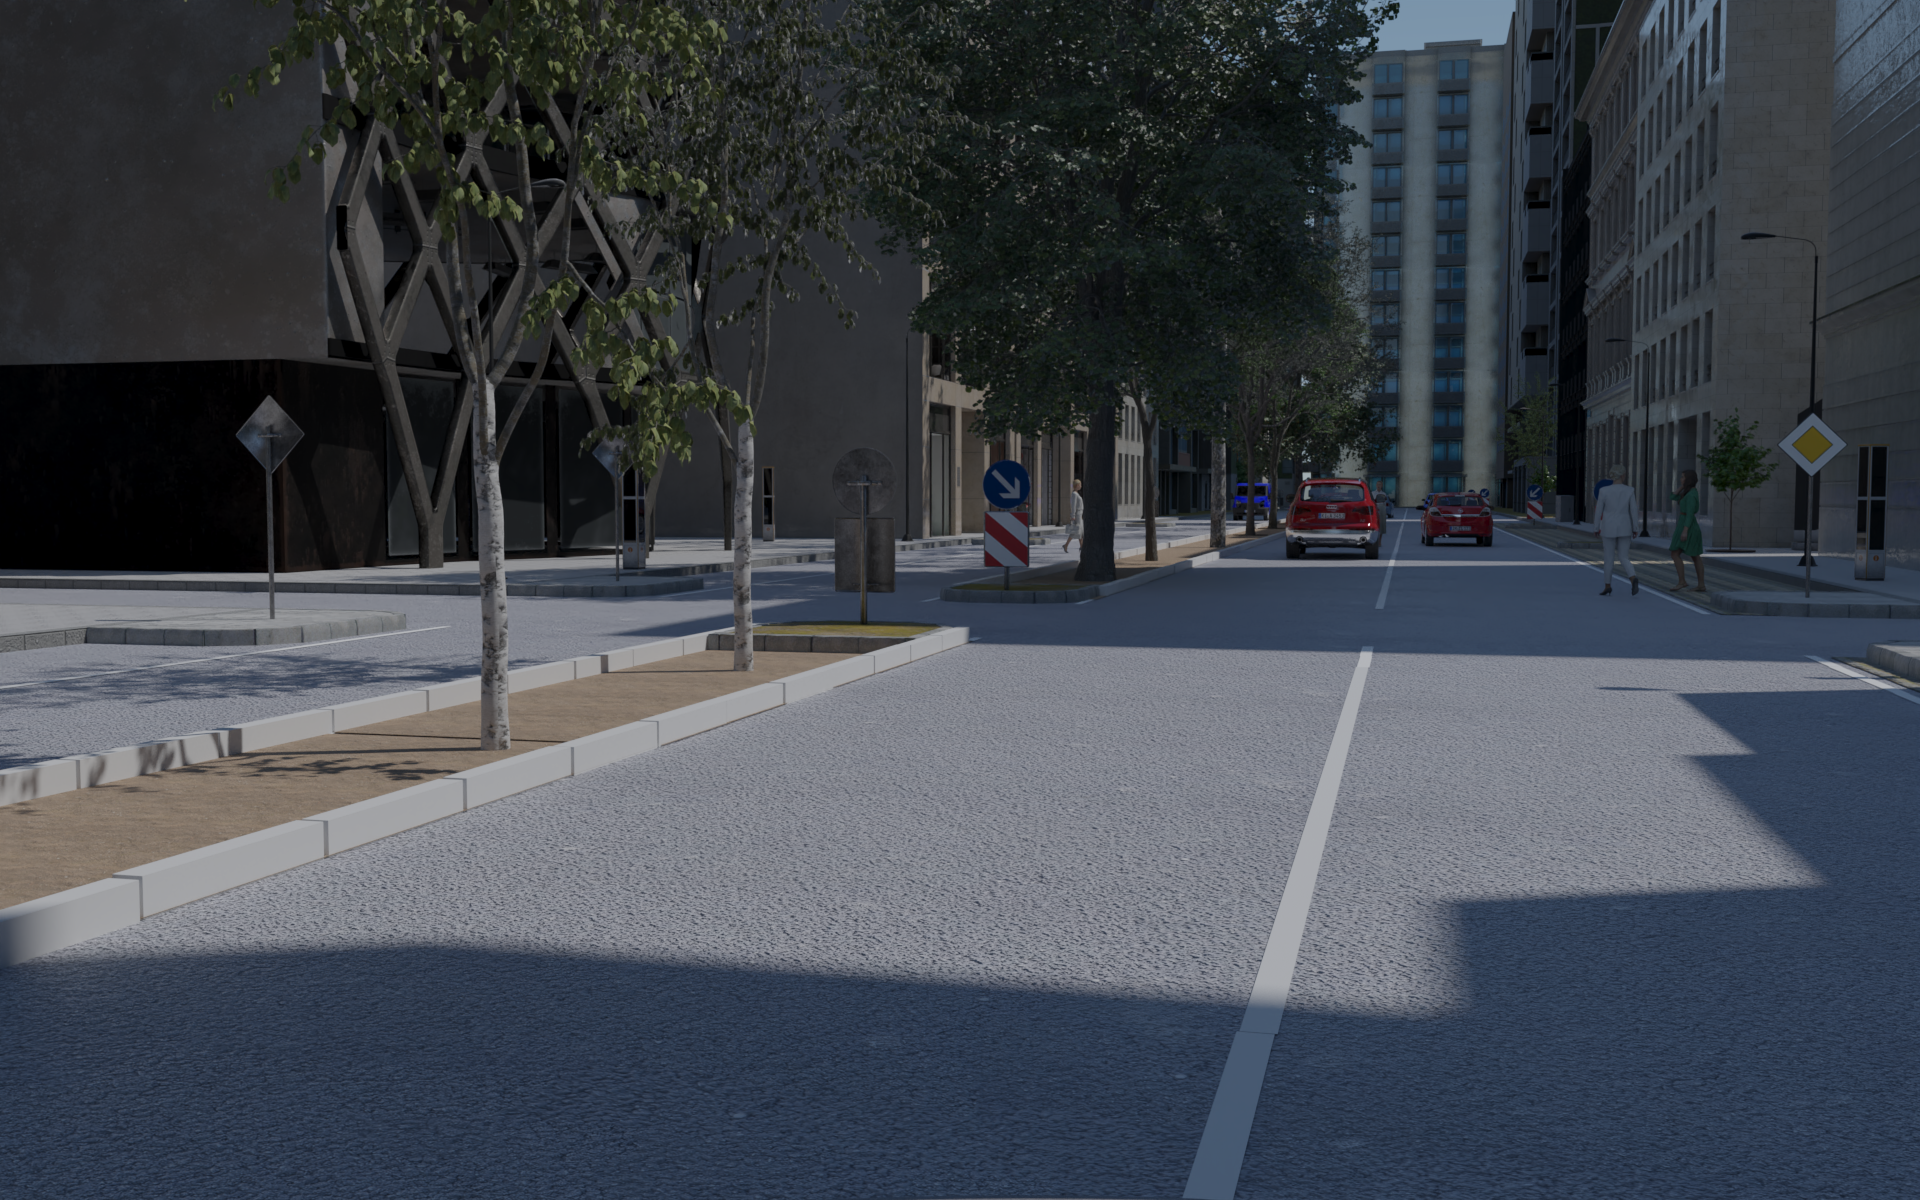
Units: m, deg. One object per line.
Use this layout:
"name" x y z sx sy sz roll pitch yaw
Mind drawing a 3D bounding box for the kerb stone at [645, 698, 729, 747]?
"kerb stone" -1.635 0.728 10.293 0.120 0.150 1.000 1 4 15

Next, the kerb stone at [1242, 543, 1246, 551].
"kerb stone" 7.031 -1.306 43.542 0.120 0.150 1.000 1 4 15

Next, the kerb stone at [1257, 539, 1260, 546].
"kerb stone" 8.059 -1.544 47.519 0.120 0.150 1.000 1 4 15

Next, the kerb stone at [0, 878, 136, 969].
"kerb stone" -2.928 1.039 5.325 0.120 0.150 1.000 1 4 15

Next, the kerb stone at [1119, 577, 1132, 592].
"kerb stone" 2.377 -0.214 25.702 0.120 0.150 1.000 1 4 15

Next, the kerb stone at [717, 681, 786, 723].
"kerb stone" -1.386 0.671 11.288 0.120 0.150 1.000 1 4 15

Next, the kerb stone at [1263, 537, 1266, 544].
"kerb stone" 8.581 -1.666 49.506 0.120 0.150 1.000 1 4 15

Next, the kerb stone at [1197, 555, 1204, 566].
"kerb stone" 4.700 -0.761 34.633 0.120 0.150 1.000 1 4 15

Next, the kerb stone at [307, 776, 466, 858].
"kerb stone" -2.418 0.912 7.316 0.120 0.150 1.000 1 4 15

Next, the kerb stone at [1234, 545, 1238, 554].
"kerb stone" 6.512 -1.184 41.564 0.120 0.150 1.000 1 4 15

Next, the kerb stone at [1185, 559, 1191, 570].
"kerb stone" 4.183 -0.639 32.645 0.120 0.150 1.000 1 4 15

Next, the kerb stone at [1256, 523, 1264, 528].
"kerb stone" 12.751 -3.160 73.889 0.120 0.150 1.000 1 4 15

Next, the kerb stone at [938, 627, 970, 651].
"kerb stone" -0.092 0.365 16.235 0.120 0.150 1.000 1 4 15

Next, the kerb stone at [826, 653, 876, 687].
"kerb stone" -0.868 0.548 13.267 0.120 0.150 1.000 1 4 15

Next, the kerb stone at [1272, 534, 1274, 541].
"kerb stone" 9.353 -1.846 52.475 0.120 0.150 1.000 1 4 15

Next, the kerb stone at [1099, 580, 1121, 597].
"kerb stone" 2.118 -0.150 24.705 0.120 0.150 1.000 1 4 15

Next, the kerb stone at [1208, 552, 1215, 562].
"kerb stone" 5.218 -0.882 36.611 0.120 0.150 1.000 1 4 15

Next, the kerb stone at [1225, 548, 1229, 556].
"kerb stone" 5.990 -1.064 39.586 0.120 0.150 1.000 1 4 15

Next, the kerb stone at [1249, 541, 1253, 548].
"kerb stone" 7.537 -1.426 45.533 0.120 0.150 1.000 1 4 15

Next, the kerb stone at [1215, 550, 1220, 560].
"kerb stone" 5.480 -0.943 37.606 0.120 0.150 1.000 1 4 15

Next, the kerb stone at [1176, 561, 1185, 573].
"kerb stone" 3.936 -0.576 31.653 0.120 0.150 1.000 1 4 15

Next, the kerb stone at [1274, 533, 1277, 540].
"kerb stone" 9.611 -1.913 53.472 0.120 0.150 1.000 1 4 15

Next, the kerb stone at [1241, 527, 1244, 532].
"kerb stone" 10.434 -2.614 64.944 0.120 0.150 1.000 1 4 15

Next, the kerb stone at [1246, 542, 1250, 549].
"kerb stone" 7.283 -1.362 44.533 0.120 0.150 1.000 1 4 15

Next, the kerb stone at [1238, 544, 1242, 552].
"kerb stone" 6.767 -1.245 42.554 0.120 0.150 1.000 1 4 15

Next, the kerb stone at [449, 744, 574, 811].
"kerb stone" -2.157 0.849 8.314 0.120 0.150 1.000 1 4 15

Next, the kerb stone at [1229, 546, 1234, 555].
"kerb stone" 6.256 -1.123 40.574 0.120 0.150 1.000 1 4 15

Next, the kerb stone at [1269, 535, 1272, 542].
"kerb stone" 9.093 -1.790 51.486 0.120 0.150 1.000 1 4 15

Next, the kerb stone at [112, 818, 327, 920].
"kerb stone" -2.677 0.971 6.316 0.120 0.150 1.000 1 4 15

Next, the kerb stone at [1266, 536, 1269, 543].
"kerb stone" 8.840 -1.729 50.495 0.120 0.150 1.000 1 4 15

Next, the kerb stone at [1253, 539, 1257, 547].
"kerb stone" 7.802 -1.488 46.526 0.120 0.150 1.000 1 4 15

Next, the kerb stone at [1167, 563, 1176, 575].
"kerb stone" 3.662 -0.518 30.668 0.120 0.150 1.000 1 4 15

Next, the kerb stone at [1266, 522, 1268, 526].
"kerb stone" 13.279 -3.282 75.870 0.120 0.150 1.000 1 4 15

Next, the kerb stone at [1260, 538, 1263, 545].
"kerb stone" 8.316 -1.609 48.508 0.120 0.150 1.000 1 4 15

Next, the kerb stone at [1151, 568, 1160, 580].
"kerb stone" 3.143 -0.397 28.685 0.120 0.150 1.000 1 4 15

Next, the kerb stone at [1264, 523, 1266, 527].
"kerb stone" 13.021 -3.222 74.875 0.120 0.150 1.000 1 4 15

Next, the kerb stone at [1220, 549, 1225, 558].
"kerb stone" 5.736 -1.003 38.596 0.120 0.150 1.000 1 4 15

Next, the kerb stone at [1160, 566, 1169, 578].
"kerb stone" 3.408 -0.455 29.672 0.120 0.150 1.000 1 4 15

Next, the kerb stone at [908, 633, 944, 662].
"kerb stone" -0.348 0.427 15.246 0.120 0.150 1.000 1 4 15

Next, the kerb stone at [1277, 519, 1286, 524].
"kerb stone" 16.122 -3.951 86.790 0.120 0.150 1.000 1 4 15

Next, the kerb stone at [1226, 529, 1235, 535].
"kerb stone" 9.655 -2.430 61.971 0.120 0.150 1.000 1 4 15

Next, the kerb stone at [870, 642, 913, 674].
"kerb stone" -0.607 0.486 14.255 0.120 0.150 1.000 1 4 15

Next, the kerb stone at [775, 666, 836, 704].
"kerb stone" -1.118 0.607 12.275 0.120 0.150 1.000 1 4 15

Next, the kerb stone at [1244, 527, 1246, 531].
"kerb stone" 10.686 -2.675 65.937 0.120 0.150 1.000 1 4 15

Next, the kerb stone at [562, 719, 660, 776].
"kerb stone" -1.894 0.792 9.305 0.120 0.150 1.000 1 4 15

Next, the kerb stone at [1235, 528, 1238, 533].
"kerb stone" 9.910 -2.490 62.962 0.120 0.150 1.000 1 4 15

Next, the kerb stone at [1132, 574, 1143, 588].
"kerb stone" 2.640 -0.266 26.698 0.120 0.150 1.000 1 4 15

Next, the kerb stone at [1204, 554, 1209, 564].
"kerb stone" 4.957 -0.818 35.623 0.120 0.150 1.000 1 4 15

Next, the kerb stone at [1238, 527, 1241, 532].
"kerb stone" 10.175 -2.552 63.955 0.120 0.150 1.000 1 4 15

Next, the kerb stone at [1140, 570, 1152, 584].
"kerb stone" 2.900 -0.336 27.687 0.120 0.150 1.000 1 4 15

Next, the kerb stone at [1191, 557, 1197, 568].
"kerb stone" 4.442 -0.696 33.634 0.120 0.150 1.000 1 4 15
